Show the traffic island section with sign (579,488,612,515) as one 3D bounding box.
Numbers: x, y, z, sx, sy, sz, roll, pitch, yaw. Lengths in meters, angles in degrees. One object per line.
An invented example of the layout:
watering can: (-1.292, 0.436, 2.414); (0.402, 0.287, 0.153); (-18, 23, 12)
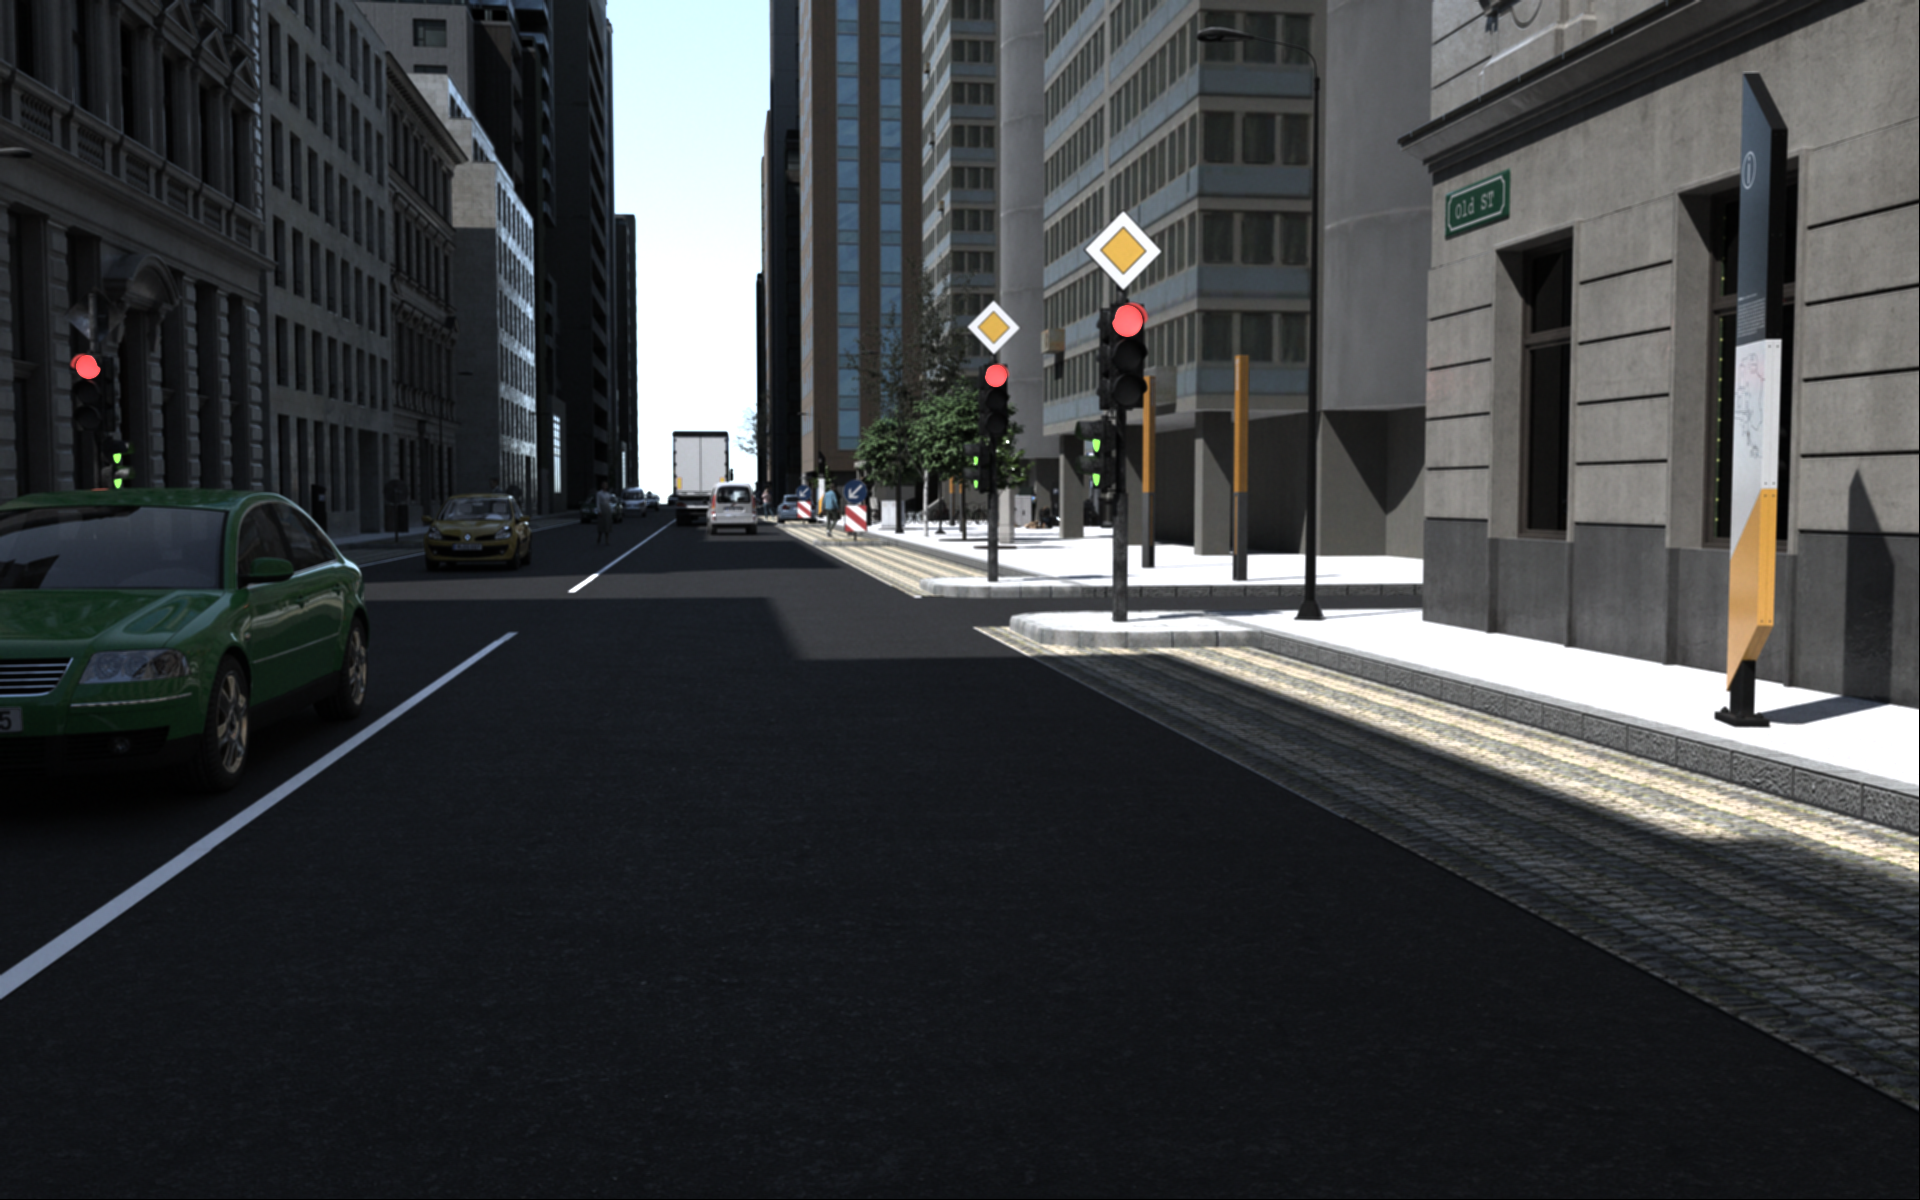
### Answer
traffic island section with sign: (-25.803, -6.945, 122.179); (1.989, 1.847, 2.006); (0, 4, -8)

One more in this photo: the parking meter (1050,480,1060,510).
parking meter: (3.962, -4.063, 72.147); (0.399, 1.863, 0.255); (0, 4, 0)

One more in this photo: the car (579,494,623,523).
car: (-17.777, -4.536, 85.963); (2.131, 1.459, 4.920); (0, 4, -7)

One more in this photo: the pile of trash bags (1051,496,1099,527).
pile of trash bags: (5.240, -3.622, 68.965); (3.447, 1.369, 1.912); (1, 4, 10)

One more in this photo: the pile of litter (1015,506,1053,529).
pile of litter: (2.905, -3.079, 64.315); (1.176, 0.858, 1.719); (2, 4, 26)

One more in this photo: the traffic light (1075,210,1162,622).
traffic light: (1.590, -1.736, 17.310); (0.839, 4.253, 0.868); (0, 4, -8)

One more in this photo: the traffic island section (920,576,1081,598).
traffic island section: (0.503, -0.187, 25.335); (2.009, 0.180, 2.903); (0, 4, -8)

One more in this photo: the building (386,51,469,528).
building: (-25.925, -12.433, 67.911); (10.561, 19.102, 19.286); (0, 4, -8)

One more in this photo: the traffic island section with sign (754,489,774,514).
traffic island section with sign: (-13.959, -7.073, 124.270); (1.989, 1.847, 2.006); (0, 4, -8)

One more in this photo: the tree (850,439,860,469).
tree: (-2.334, -4.822, 62.559); (4.285, 4.588, 4.351); (0, 3, 0)

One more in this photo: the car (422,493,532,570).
car: (-9.384, -1.445, 33.845); (2.015, 1.641, 3.980); (-1, 4, -9)

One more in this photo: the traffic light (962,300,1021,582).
traffic light: (0.462, -2.220, 25.216); (0.839, 4.253, 0.868); (0, 4, -8)

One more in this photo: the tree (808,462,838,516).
tree: (-7.943, -6.615, 102.763); (1.663, 3.219, 1.824); (0, 3, 0)

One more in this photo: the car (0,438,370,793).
car: (-4.550, -0.049, 9.603); (1.959, 1.807, 4.718); (0, 4, -7)

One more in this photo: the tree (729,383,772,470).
tree: (-19.342, -16.767, 184.507); (12.009, 13.543, 11.850); (0, 3, 0)

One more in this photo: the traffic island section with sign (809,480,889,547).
traffic island section with sign: (-3.063, -2.406, 47.960); (1.989, 1.847, 2.006); (0, 4, -8)

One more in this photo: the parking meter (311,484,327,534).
parking meter: (-16.657, -2.239, 45.023); (0.372, 1.533, 0.369); (0, 3, 0)

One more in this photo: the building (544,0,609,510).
building: (-42.380, -32.258, 151.126); (21.300, 48.544, 21.600); (0, 4, -8)

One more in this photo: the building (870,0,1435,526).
building: (10.966, -24.357, 90.124); (32.217, 40.220, 23.993); (0, 4, -8)

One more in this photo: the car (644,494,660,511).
car: (-26.932, -8.422, 149.502); (2.131, 1.459, 4.920); (0, 4, -8)

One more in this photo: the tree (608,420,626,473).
tree: (-35.420, -13.594, 172.620); (4.360, 8.622, 3.978); (0, 3, 0)

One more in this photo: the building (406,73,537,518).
building: (-27.561, -14.209, 87.065); (10.420, 20.320, 16.860); (0, 4, -8)

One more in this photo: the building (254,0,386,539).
building: (-23.401, -11.943, 50.012); (10.420, 20.320, 16.860); (0, 4, -8)

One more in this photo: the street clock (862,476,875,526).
street clock: (-3.680, -3.989, 69.794); (0.471, 2.002, 0.358); (1, 4, 12)

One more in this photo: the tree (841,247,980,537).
tree: (-1.161, -6.212, 51.936); (4.360, 8.622, 3.978); (0, 3, 0)

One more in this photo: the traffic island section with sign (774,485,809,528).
traffic island section with sign: (-6.871, -4.038, 74.646); (1.989, 1.847, 2.006); (0, 4, -8)

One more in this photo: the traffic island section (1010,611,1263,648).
traffic island section: (1.631, 0.297, 17.430); (2.009, 0.180, 2.903); (0, 4, -8)

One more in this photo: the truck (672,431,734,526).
truck: (-12.208, -5.713, 82.325); (2.839, 4.237, 11.283); (0, 4, -7)

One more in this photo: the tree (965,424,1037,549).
tree: (0.729, -2.814, 40.618); (1.663, 3.219, 1.824); (0, 3, 0)

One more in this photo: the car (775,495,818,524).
car: (-7.710, -4.274, 81.875); (2.014, 1.417, 4.499); (0, 4, -8)

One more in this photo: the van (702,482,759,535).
van: (-8.187, -3.364, 62.014); (2.013, 2.044, 4.112); (-1, 4, -10)

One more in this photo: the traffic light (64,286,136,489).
traffic light: (-11.675, -2.113, 23.474); (0.839, 4.253, 0.868); (0, 4, -8)

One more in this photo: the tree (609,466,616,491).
tree: (-34.654, -11.229, 167.305); (4.285, 4.588, 4.351); (0, 3, 0)

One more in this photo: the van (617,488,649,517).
van: (-20.851, -6.322, 110.375); (2.013, 2.044, 4.112); (-1, 4, -10)

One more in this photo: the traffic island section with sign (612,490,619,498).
traffic island section with sign: (-29.680, -8.607, 149.347); (1.989, 1.847, 2.006); (0, 4, -8)

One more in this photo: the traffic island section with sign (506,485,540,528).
traffic island section with sign: (-18.775, -3.935, 72.963); (1.989, 1.847, 2.006); (0, 4, -8)

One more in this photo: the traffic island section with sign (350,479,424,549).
traffic island section with sign: (-14.871, -2.262, 45.613); (1.989, 1.847, 2.006); (0, 4, -8)

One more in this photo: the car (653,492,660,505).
car: (-41.838, -13.862, 236.228); (1.945, 1.707, 3.694); (-1, 4, -8)

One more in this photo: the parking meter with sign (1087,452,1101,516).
parking meter with sign: (5.735, -4.714, 73.338); (0.543, 3.016, 1.738); (1, 4, 12)

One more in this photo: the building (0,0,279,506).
building: (-20.209, -12.388, 31.422); (11.050, 23.489, 19.941); (0, 4, -8)

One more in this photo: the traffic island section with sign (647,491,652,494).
traffic island section with sign: (-41.264, -13.575, 230.570); (1.989, 1.847, 2.006); (0, 4, -8)

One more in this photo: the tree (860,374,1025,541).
tree: (0.190, -3.907, 47.599); (4.285, 4.588, 4.351); (0, 3, 0)

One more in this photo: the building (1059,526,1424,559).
building: (15.315, -21.422, 42.123); (23.993, 40.220, 32.217); (0, 4, -8)

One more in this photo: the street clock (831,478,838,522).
street clock: (-5.818, -4.614, 80.016); (0.358, 2.002, 0.471); (-1, 4, -10)

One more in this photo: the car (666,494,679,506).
car: (-35.975, -12.753, 218.295); (2.009, 1.686, 4.222); (-1, 4, -9)
